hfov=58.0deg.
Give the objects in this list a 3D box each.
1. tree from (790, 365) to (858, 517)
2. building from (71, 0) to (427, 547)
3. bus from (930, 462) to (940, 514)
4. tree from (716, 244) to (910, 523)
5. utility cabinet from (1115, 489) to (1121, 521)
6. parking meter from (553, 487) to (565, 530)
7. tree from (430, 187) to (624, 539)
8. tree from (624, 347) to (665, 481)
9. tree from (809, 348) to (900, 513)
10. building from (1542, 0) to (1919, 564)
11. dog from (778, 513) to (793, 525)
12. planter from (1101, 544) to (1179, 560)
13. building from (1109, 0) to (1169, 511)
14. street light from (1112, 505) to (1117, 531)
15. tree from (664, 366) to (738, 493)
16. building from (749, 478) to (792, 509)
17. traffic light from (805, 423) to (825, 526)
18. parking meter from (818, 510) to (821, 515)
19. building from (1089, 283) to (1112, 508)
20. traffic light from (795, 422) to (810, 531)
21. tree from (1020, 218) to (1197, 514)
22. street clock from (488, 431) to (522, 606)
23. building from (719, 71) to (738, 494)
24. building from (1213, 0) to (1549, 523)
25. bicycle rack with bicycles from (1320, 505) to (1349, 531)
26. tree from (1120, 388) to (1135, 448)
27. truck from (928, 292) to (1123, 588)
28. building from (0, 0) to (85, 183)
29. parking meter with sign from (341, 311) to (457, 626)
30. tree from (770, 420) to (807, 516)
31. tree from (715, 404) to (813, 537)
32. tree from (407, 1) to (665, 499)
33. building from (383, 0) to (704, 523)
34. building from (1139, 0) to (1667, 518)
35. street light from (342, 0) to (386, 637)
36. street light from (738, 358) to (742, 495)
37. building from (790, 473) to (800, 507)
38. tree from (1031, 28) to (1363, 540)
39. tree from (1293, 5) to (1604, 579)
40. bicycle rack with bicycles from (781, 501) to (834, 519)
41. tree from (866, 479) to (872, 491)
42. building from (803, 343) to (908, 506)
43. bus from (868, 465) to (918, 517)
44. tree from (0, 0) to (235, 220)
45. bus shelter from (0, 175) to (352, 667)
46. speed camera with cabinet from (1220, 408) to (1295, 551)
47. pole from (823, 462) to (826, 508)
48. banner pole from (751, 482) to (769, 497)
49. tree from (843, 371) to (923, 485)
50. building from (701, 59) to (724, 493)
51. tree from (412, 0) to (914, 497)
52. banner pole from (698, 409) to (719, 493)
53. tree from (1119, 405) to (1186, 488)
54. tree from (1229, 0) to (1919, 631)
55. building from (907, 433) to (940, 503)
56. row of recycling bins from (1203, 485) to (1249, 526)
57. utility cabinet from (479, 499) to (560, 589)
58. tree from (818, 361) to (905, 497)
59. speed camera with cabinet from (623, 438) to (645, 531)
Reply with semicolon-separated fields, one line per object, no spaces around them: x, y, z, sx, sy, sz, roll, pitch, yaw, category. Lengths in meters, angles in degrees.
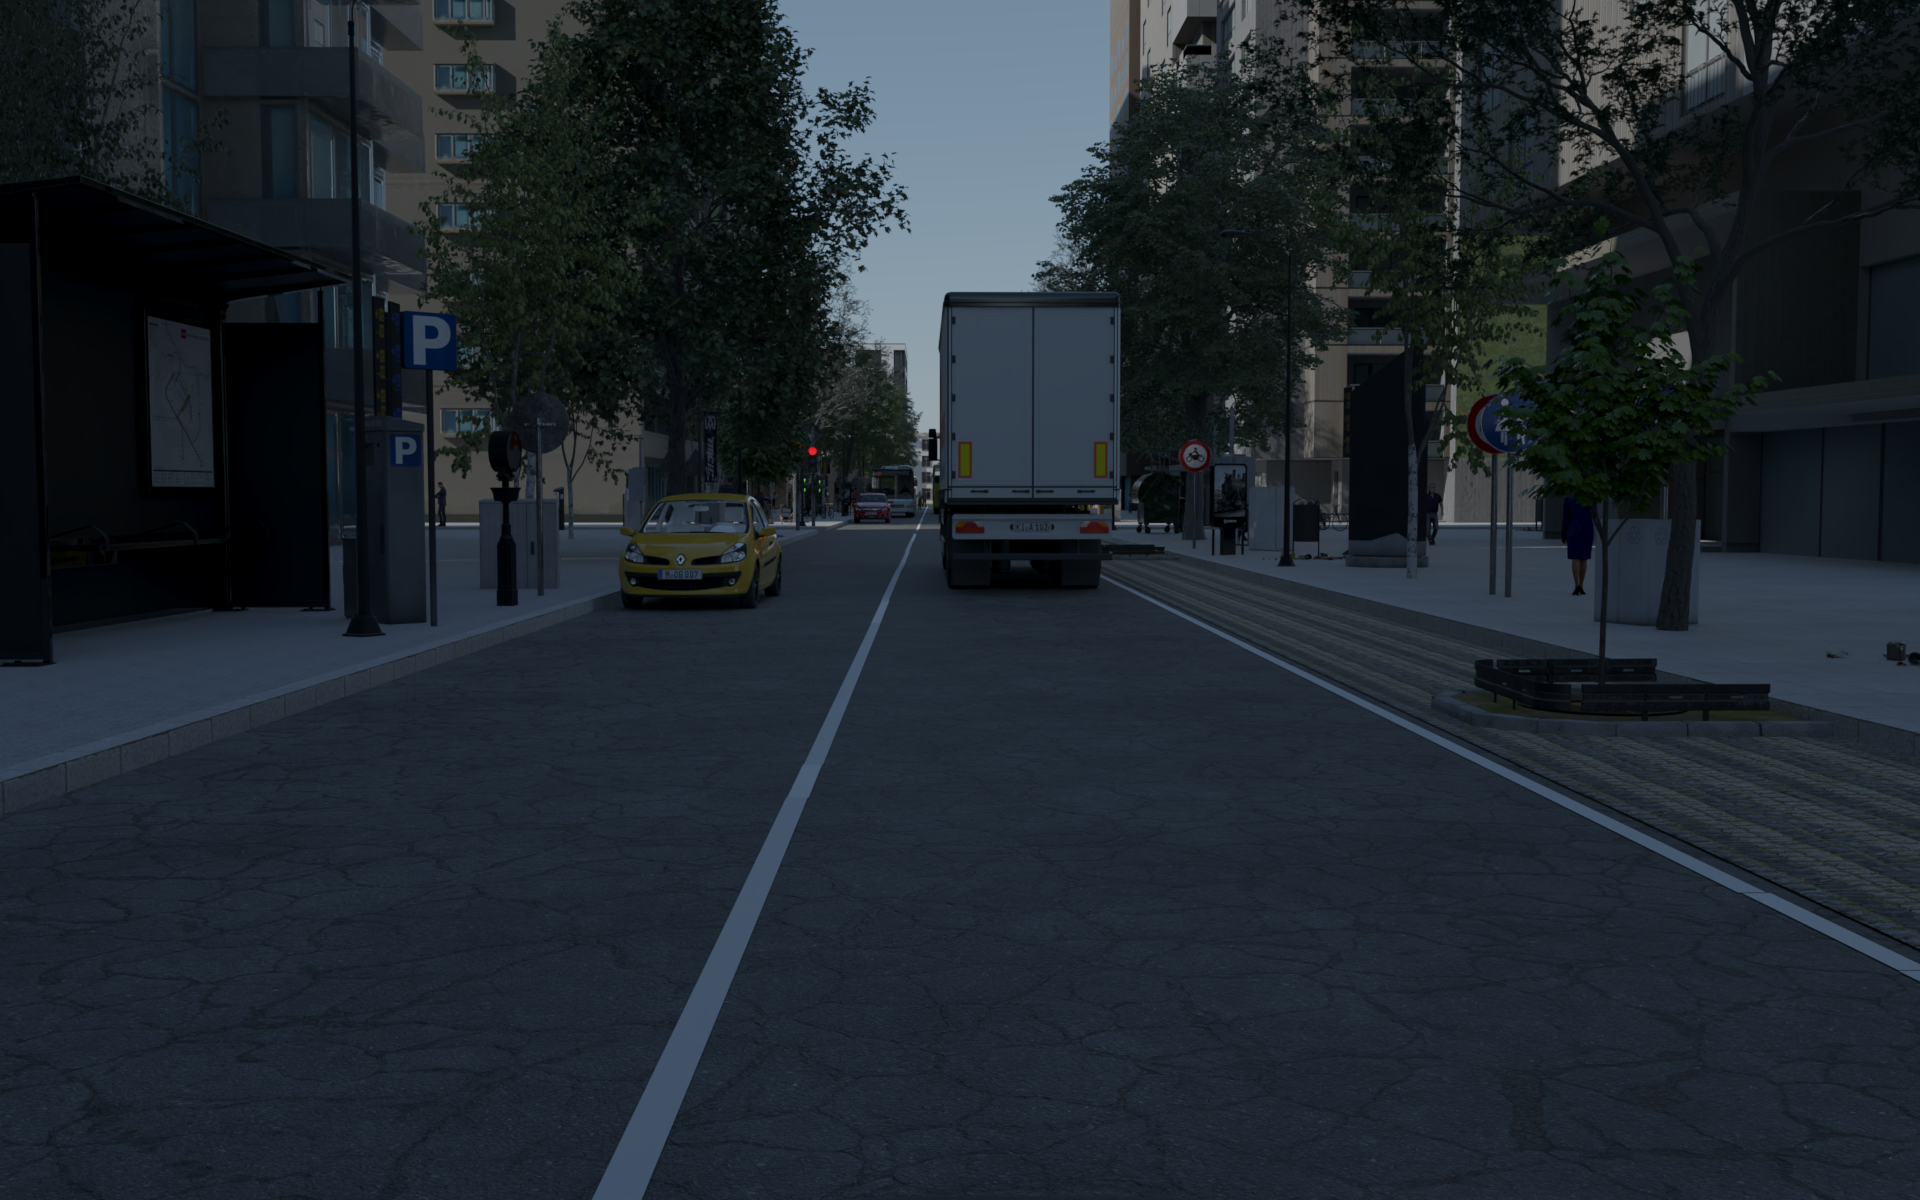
-7.299;-8.643;91.671;4.360;8.622;3.978;0;3;0;tree
-29.226;-25.685;39.557;30.456;49.044;23.786;0;4;-1;building
-0.774;-8.347;128.013;2.896;3.916;12.252;0;4;-1;bus
-7.482;-10.213;77.358;12.009;13.543;11.850;0;3;0;tree
7.274;-4.402;80.654;0.318;1.500;1.173;0;4;0;utility cabinet
-14.237;-3.246;61.489;0.372;1.533;0.369;0;3;0;parking meter
-10.722;-5.644;42.642;4.360;8.622;3.978;0;3;0;tree
-11.028;-6.044;49.177;4.360;8.622;3.978;0;3;0;tree
-7.774;-11.875;119.911;9.928;11.665;9.643;0;3;0;tree
27.846;-27.304;35.662;28.713;52.752;27.495;0;4;-1;building
-7.306;-3.411;72.596;0.406;0.507;0.540;2;4;32;dog
3.706;-1.040;38.151;1.991;0.319;1.994;0;4;-1;planter
19.352;-29.754;136.590;14.600;45.320;14.200;0;4;-1;building
4.860;-5.406;60.921;1.470;5.913;1.316;0;4;-1;street light
-8.661;-6.667;59.376;4.360;8.622;3.978;0;3;0;tree
-22.464;-17.928;149.542;16.016;20.091;11.380;0;4;-1;building
-5.809;-4.882;68.739;0.839;4.253;0.868;0;4;-1;traffic light
-8.721;-6.275;108.308;0.255;1.863;0.399;-1;4;-22;parking meter
19.783;-18.613;160.743;16.016;20.091;11.380;0;4;-1;building
-5.684;-4.394;60.755;0.839;4.253;0.868;0;4;-1;traffic light
6.141;-10.148;76.297;12.009;13.543;11.850;0;3;0;tree
-5.206;-0.935;19.863;0.358;2.002;0.471;0;4;6;street clock
-28.719;-32.760;124.863;28.713;52.752;27.495;0;4;-1;building
20.219;-24.423;82.919;14.086;41.232;14.154;0;4;-1;building
12.259;-2.854;60.039;2.925;0.926;2.852;-1;4;-23;bicycle rack with bicycles
7.730;-8.810;94.414;4.737;8.622;4.395;0;3;0;tree
0.890;-2.491;29.634;2.839;4.237;11.283;0;4;-1;truck
-20.625;-15.171;19.740;14.160;30.474;14.107;0;4;-1;building
-5.674;-1.287;17.310;0.543;3.016;1.738;-3;5;-44;parking meter with sign
-10.928;-9.279;102.076;4.737;8.622;4.395;0;3;0;tree
-5.995;-4.187;52.170;4.285;4.588;4.351;0;3;0;tree
-6.626;-4.664;26.611;4.737;8.622;4.395;0;3;0;tree
-25.043;-28.294;86.304;21.300;48.544;21.600;0;4;-1;building
26.918;-32.198;115.669;28.713;52.752;27.495;0;4;-1;building
-4.856;-2.628;15.505;1.470;5.913;1.316;0;4;-1;street light
-5.254;-4.464;45.522;1.470;5.913;1.316;0;4;-1;street light
-20.075;-13.911;169.590;9.099;9.664;28.070;0;4;-1;building
6.494;-8.673;48.456;9.857;13.997;8.962;0;3;0;tree
7.067;-4.623;25.954;4.737;8.622;4.395;0;3;0;tree
-8.012;-4.652;89.444;2.852;0.926;2.925;-1;4;-22;bicycle rack with bicycles
-9.399;-14.342;218.197;4.285;4.588;4.351;0;3;0;tree
-23.927;-24.736;248.405;32.646;21.610;27.936;0;4;-1;building
-4.085;-6.991;109.170;2.948;3.499;13.247;0;4;-1;bus
-10.826;-4.294;20.568;4.360;8.622;3.978;0;3;0;tree
-7.370;-1.506;15.900;1.731;3.624;6.357;0;4;-1;bus shelter
6.784;-2.766;39.560;0.660;3.252;2.038;-2;4;-30;speed camera with cabinet
-8.540;-7.060;109.271;0.158;3.312;0.155;0;3;0;pole
-6.416;-3.983;55.134;0.863;3.779;0.401;1;4;23;banner pole
-8.343;-16.695;179.614;9.857;13.997;8.962;0;3;0;tree
-22.251;-25.736;104.383;14.154;41.232;14.086;0;4;-1;building
-5.769;-7.219;35.039;9.611;12.733;9.660;0;3;0;tree
-6.729;-3.421;45.949;0.401;3.779;0.863;3;5;39;banner pole
9.794;-8.381;87.386;4.360;8.622;3.978;0;3;0;tree
6.707;-4.971;15.683;8.767;10.594;7.601;0;4;-1;tree
6.560;-18.261;240.714;28.070;9.664;9.099;0;4;-1;building
10.608;-3.837;69.849;3.534;1.692;1.069;-3;5;-41;row of recycling bins
-5.978;-0.755;23.511;1.020;1.237;0.306;0;4;-5;utility cabinet
-8.540;-13.610;140.646;7.486;12.596;7.792;0;3;0;tree
-11.382;-4.036;60.318;0.660;3.252;2.038;-1;4;-16;speed camera with cabinet
